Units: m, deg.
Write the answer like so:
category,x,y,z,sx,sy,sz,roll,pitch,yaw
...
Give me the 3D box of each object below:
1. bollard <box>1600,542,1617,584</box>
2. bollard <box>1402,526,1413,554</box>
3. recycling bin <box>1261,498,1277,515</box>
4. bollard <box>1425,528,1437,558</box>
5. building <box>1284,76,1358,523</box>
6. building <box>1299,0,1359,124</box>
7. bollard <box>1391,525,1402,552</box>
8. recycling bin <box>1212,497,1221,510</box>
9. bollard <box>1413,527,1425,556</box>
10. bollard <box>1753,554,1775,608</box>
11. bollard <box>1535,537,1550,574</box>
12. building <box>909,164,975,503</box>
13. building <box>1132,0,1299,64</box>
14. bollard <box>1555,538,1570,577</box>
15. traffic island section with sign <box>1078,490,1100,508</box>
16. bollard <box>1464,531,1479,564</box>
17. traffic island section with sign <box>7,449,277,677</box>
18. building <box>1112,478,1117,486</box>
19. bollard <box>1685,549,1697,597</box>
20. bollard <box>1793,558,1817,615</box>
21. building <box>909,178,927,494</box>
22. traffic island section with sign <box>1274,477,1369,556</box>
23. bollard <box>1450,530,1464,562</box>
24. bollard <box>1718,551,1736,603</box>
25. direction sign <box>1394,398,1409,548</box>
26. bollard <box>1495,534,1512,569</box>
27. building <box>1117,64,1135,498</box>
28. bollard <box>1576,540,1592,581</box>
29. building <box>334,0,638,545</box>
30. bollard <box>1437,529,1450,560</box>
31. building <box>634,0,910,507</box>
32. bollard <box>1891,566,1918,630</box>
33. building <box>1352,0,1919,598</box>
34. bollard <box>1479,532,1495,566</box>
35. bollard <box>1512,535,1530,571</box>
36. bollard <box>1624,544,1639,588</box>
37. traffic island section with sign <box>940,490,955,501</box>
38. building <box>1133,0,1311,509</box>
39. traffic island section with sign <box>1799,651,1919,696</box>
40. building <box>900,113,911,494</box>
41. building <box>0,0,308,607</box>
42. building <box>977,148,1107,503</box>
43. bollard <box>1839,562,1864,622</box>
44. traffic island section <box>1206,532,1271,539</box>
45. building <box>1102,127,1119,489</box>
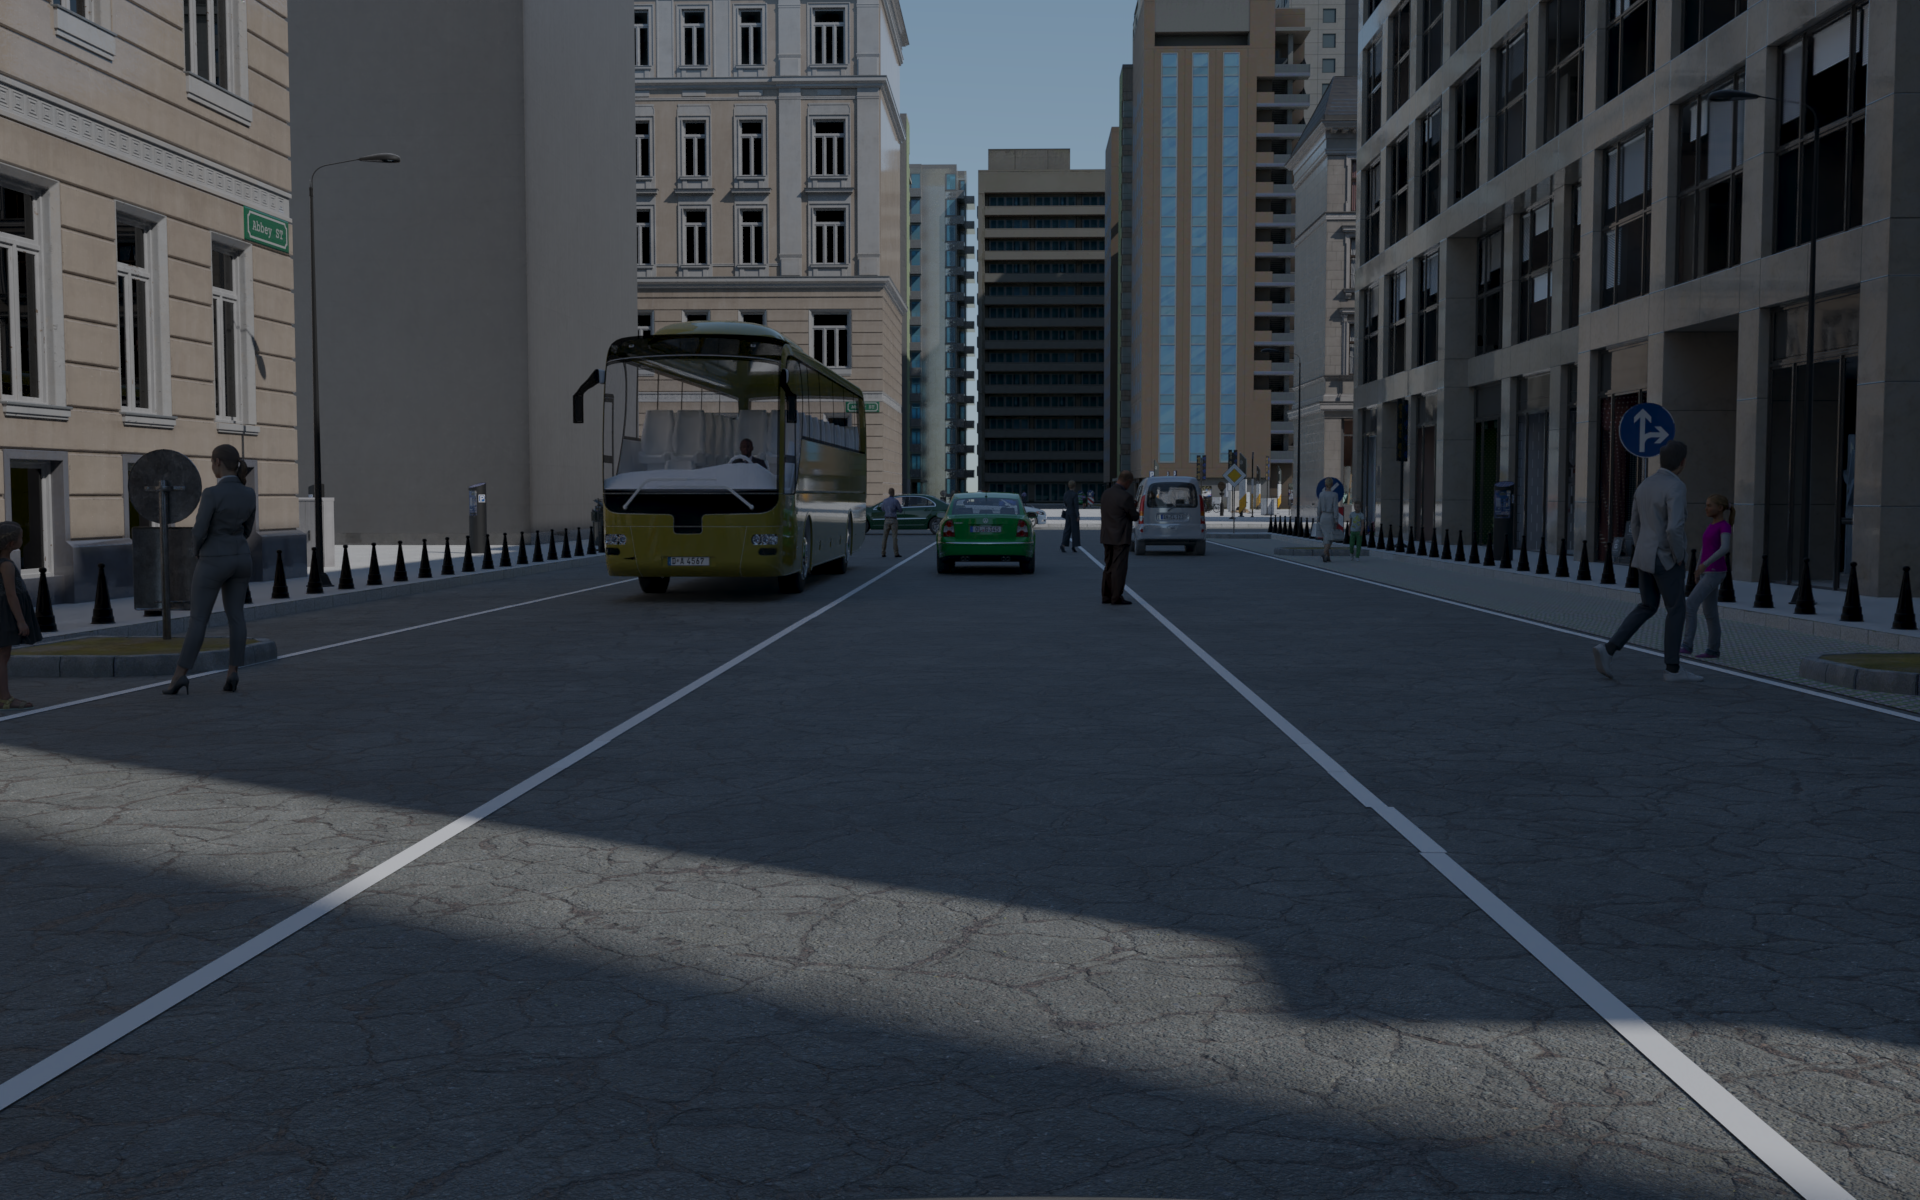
category,x,y,z,sx,sy,sz,roll,pitch,yaw
bollard,9.251,-0.530,24.703,0.229,0.601,0.229,0,3,0
bollard,9.662,-1.287,37.090,0.229,0.601,0.229,0,3,0
recycling bin,18.600,-5.612,104.306,0.722,1.027,0.722,-1,4,-20
bollard,9.596,-1.162,35.037,0.229,0.601,0.229,0,3,0
building,17.733,-14.101,81.459,40.483,20.767,10.553,0,4,2
building,46.875,-46.709,201.948,20.611,71.187,20.563,0,4,2
bollard,9.695,-1.350,38.121,0.229,0.601,0.229,0,3,0
recycling bin,21.333,-8.020,143.675,0.722,1.027,0.722,1,4,18
bollard,9.627,-1.225,36.063,0.229,0.601,0.229,0,3,0
bollard,9.072,-0.214,19.535,0.229,0.601,0.229,0,3,0
bollard,9.350,-0.719,27.791,0.229,0.601,0.229,0,3,0
building,-13.037,-38.474,248.658,30.456,49.044,23.786,0,4,2
building,34.911,-49.242,243.361,20.611,71.187,20.563,0,4,2
bollard,9.316,-0.656,26.765,0.229,0.601,0.229,0,3,0
traffic island section with sign,12.880,-10.026,172.547,1.989,1.847,2.006,0,4,2
bollard,9.492,-0.973,31.947,0.229,0.601,0.229,0,3,0
traffic island section with sign,-6.919,-0.361,14.523,1.989,1.847,2.006,0,4,2
building,33.001,-30.295,187.196,32.217,40.220,23.993,0,4,2
bollard,9.146,-0.340,21.605,0.229,0.601,0.229,0,3,0
bollard,9.036,-0.150,18.502,0.229,0.601,0.229,0,3,0
building,-18.875,-33.595,203.905,28.867,44.769,22.147,0,4,2
traffic island section with sign,8.448,-1.961,40.688,1.989,1.847,2.006,0,4,2
bollard,9.526,-1.036,32.973,0.229,0.601,0.229,0,3,0
bollard,9.105,-0.276,20.561,0.229,0.601,0.229,0,3,0
direction sign,10.565,-3.023,41.420,0.379,3.537,0.876,2,4,30
bollard,9.420,-0.846,29.874,0.229,0.601,0.229,0,3,0
building,22.298,-29.646,168.305,14.154,41.232,14.086,0,4,2
bollard,9.280,-0.593,25.738,0.229,0.601,0.229,0,3,0
building,-22.372,-15.682,49.903,24.014,27.812,14.314,0,4,2
bollard,9.559,-1.099,34.011,0.229,0.601,0.229,0,3,0
building,-12.876,-18.194,83.369,20.117,28.700,13.634,0,4,2
bollard,8.969,-0.024,16.429,0.229,0.601,0.229,0,3,0
building,21.548,-14.238,37.312,19.350,26.468,34.151,0,4,2
bollard,9.452,-0.910,30.917,0.229,0.601,0.229,0,3,0
bollard,9.384,-0.782,28.828,0.229,0.601,0.229,0,3,0
bollard,9.209,-0.467,23.677,0.229,0.601,0.229,0,3,0
traffic island section with sign,-1.596,-10.035,172.704,1.989,1.847,2.006,0,4,2
building,22.661,-30.822,154.043,14.600,45.320,14.200,0,4,2
traffic island section with sign,7.516,-0.266,12.975,1.989,1.847,2.006,0,4,2
building,-12.654,-30.419,180.951,14.154,41.232,14.086,0,4,2
building,-16.673,-14.106,16.534,13.634,28.700,20.117,0,4,2
building,13.281,-38.031,245.512,21.600,48.544,21.300,0,4,2
bollard,9.003,-0.087,17.465,0.229,0.601,0.229,0,3,0
traffic island section,8.975,-2.102,56.649,2.009,0.180,2.903,0,4,2
building,24.489,-34.030,206.496,14.600,45.320,14.200,0,4,2
